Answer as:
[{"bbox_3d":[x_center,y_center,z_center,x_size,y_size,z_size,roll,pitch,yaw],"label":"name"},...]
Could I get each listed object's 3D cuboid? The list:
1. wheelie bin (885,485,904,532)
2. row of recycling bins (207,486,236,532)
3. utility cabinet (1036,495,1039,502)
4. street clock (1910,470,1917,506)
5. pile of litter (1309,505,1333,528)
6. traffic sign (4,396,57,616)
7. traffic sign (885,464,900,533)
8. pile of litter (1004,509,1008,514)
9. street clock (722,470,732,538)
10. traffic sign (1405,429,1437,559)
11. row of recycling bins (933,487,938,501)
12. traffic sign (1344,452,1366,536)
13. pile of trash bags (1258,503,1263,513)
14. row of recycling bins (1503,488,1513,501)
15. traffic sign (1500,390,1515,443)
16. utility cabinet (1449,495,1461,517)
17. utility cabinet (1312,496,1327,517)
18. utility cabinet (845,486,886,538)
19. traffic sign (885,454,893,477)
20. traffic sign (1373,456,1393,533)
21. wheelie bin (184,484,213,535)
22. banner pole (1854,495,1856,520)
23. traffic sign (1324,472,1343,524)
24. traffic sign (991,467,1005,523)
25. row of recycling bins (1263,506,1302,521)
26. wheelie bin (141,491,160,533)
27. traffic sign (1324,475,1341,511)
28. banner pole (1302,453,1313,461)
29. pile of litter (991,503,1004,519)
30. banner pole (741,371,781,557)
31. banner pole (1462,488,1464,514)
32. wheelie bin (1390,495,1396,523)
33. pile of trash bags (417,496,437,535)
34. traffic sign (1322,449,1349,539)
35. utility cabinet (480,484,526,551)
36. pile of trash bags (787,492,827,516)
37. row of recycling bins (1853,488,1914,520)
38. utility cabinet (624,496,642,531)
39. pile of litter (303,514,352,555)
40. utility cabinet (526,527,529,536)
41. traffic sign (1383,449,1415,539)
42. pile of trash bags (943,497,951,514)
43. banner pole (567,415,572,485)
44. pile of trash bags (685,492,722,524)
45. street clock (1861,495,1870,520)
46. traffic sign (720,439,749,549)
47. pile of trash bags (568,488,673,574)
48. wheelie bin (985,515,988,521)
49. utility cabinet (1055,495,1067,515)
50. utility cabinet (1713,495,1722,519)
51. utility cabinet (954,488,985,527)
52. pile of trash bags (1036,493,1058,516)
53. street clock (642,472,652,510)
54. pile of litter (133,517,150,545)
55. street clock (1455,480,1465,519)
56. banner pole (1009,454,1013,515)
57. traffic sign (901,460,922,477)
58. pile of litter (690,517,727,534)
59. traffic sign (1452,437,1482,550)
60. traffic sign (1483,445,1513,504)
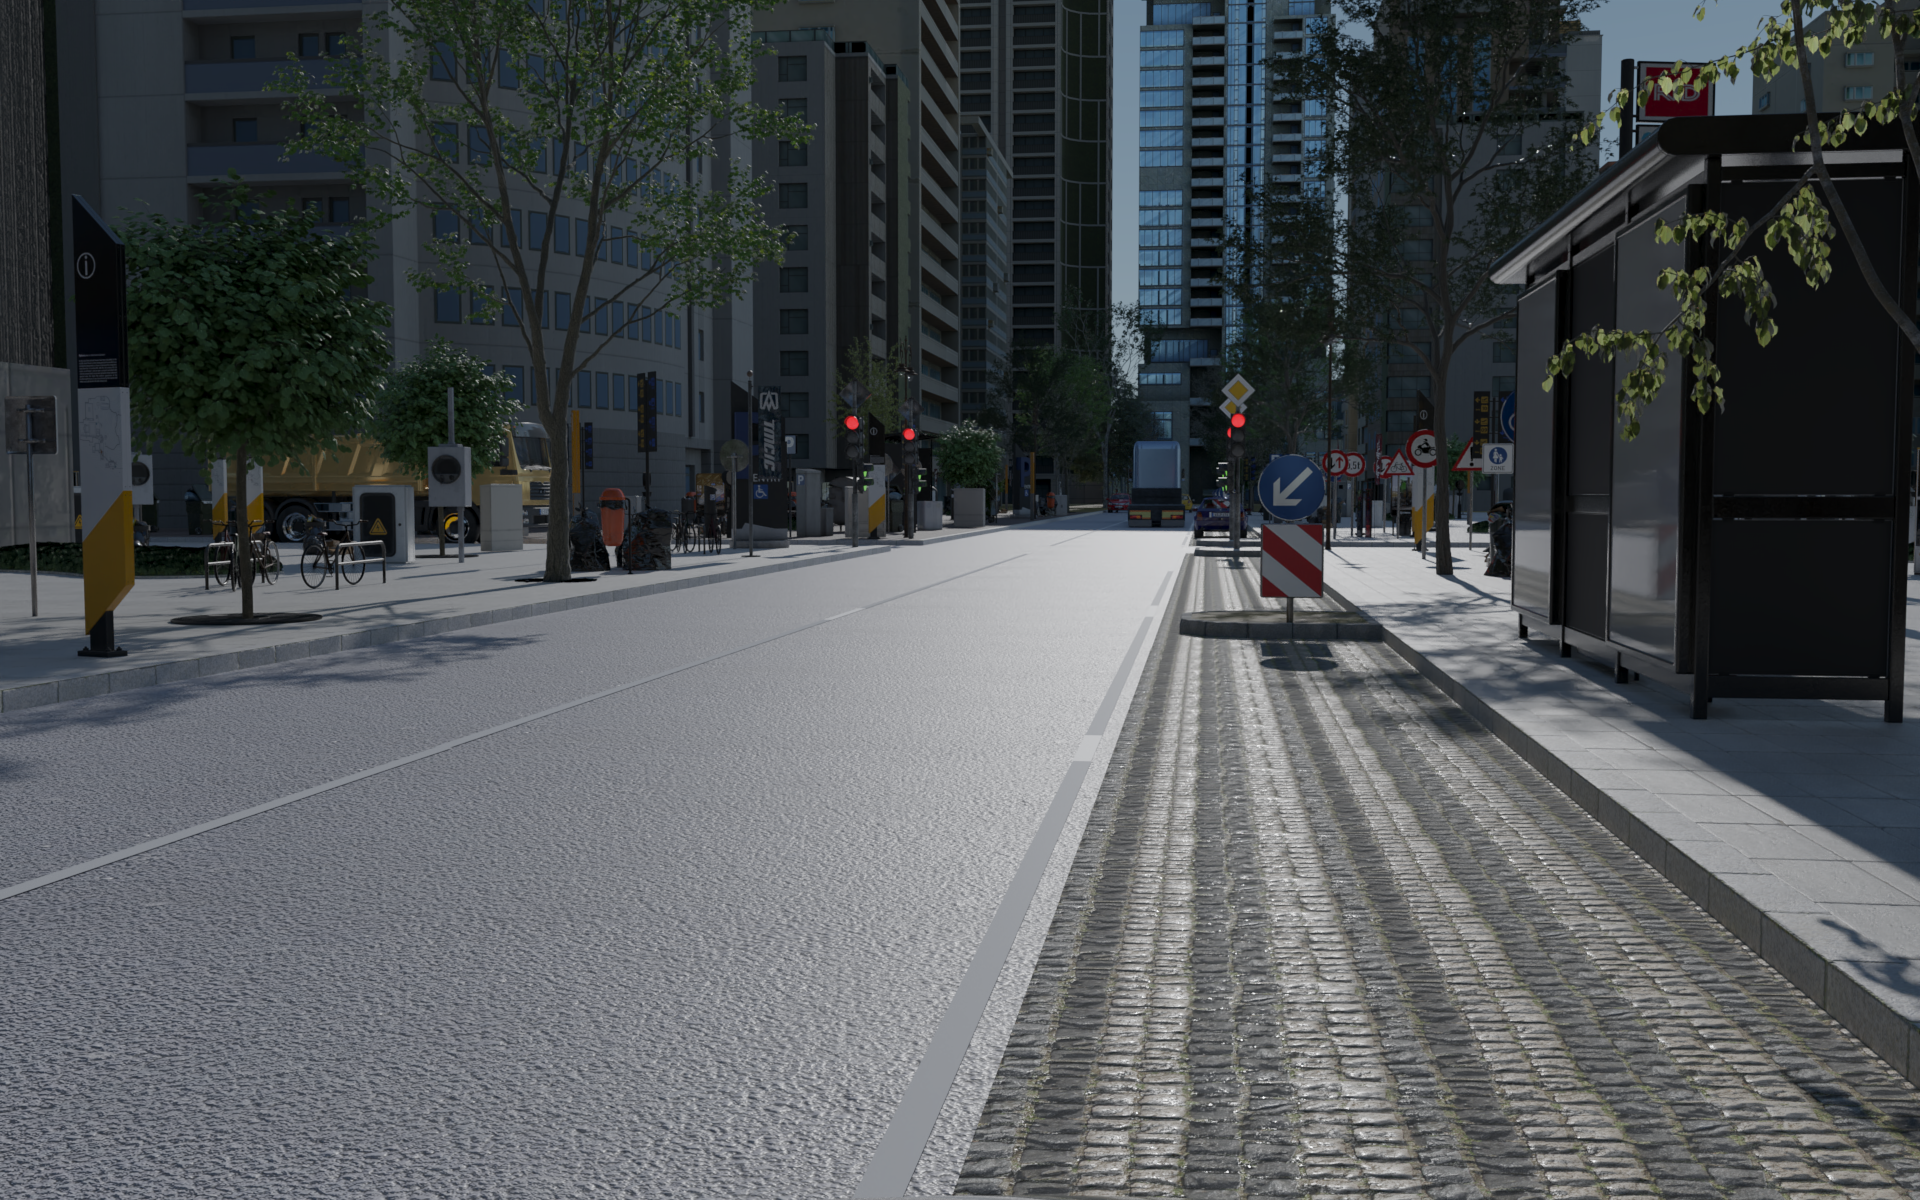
[{"bbox_3d":[-2.309,-3.105,58.679,0.693,1.594,0.980,-3,5,-44],"label":"wheelie bin"},{"bbox_3d":[-25.726,-3.252,60.280,1.069,1.692,3.534,-2,4,-35],"label":"row of recycling bins"},{"bbox_3d":[4.663,-6.200,112.535,0.306,1.237,1.020,3,5,42],"label":"utility cabinet"},{"bbox_3d":[29.135,-2.949,52.794,0.358,2.002,0.471,0,4,4],"label":"street clock"},{"bbox_3d":[13.643,-3.156,65.561,1.176,0.858,1.719,-3,4,-38],"label":"pile of litter"},{"bbox_3d":[-9.693,-0.976,18.086,0.606,2.300,0.079,1,4,11],"label":"traffic sign"},{"bbox_3d":[-2.352,-3.413,56.984,0.795,2.450,0.064,1,4,9],"label":"traffic sign"},{"bbox_3d":[2.636,-6.093,113.582,1.719,0.858,1.176,-3,4,-38],"label":"pile of litter"},{"bbox_3d":[-6.693,-2.813,50.558,0.471,2.002,0.358,-3,5,-41],"label":"street clock"},{"bbox_3d":[9.144,-2.077,34.066,0.768,2.556,0.104,1,4,16],"label":"traffic sign"},{"bbox_3d":[-2.276,-5.046,89.622,1.069,1.692,3.534,-2,4,-34],"label":"row of recycling bins"},{"bbox_3d":[11.870,-3.197,52.385,0.768,2.556,0.104,1,4,15],"label":"traffic sign"},{"bbox_3d":[21.796,-6.634,118.217,1.912,1.369,3.447,-1,4,-16],"label":"pile of trash bags"},{"bbox_3d":[37.765,-6.670,116.174,3.534,1.692,1.069,-2,4,-35],"label":"row of recycling bins"},{"bbox_3d":[6.566,-1.205,19.807,0.768,2.556,0.104,1,4,17],"label":"traffic sign"},{"bbox_3d":[27.852,-5.279,97.479,0.306,1.237,1.020,0,4,-8],"label":"utility cabinet"},{"bbox_3d":[16.785,-4.255,80.733,0.306,1.237,1.020,3,5,42],"label":"utility cabinet"},{"bbox_3d":[-2.749,-2.555,50.453,1.173,1.500,0.318,-2,4,-24],"label":"utility cabinet"},{"bbox_3d":[-2.450,-3.252,53.270,0.768,2.556,0.104,1,4,14],"label":"traffic sign"},{"bbox_3d":[14.127,-3.516,57.594,0.768,2.556,0.104,1,4,12],"label":"traffic sign"},{"bbox_3d":[-23.966,-2.851,54.527,0.693,1.594,0.980,1,4,15],"label":"wheelie bin"},{"bbox_3d":[24.721,-3.548,48.031,0.863,3.779,0.401,-2,4,-25],"label":"banner pole"},{"bbox_3d":[15.836,-4.486,73.458,0.768,2.556,0.104,1,4,16],"label":"traffic sign"},{"bbox_3d":[1.596,-4.648,76.107,0.768,2.556,0.104,1,4,14],"label":"traffic sign"},{"bbox_3d":[15.511,-4.650,83.145,1.069,1.692,3.534,-1,4,-10],"label":"row of recycling bins"},{"bbox_3d":[-27.138,-3.055,57.861,0.693,1.594,0.980,-1,4,-19],"label":"wheelie bin"},{"bbox_3d":[15.876,-4.542,74.266,0.884,2.594,0.081,1,4,10],"label":"traffic sign"},{"bbox_3d":[21.216,-7.103,106.145,0.863,3.779,0.401,0,4,-8],"label":"banner pole"},{"bbox_3d":[1.233,-4.539,88.180,1.176,0.858,1.719,-1,4,-19],"label":"pile of litter"},{"bbox_3d":[-4.032,-2.766,35.236,0.863,3.779,0.401,0,4,-1],"label":"banner pole"},{"bbox_3d":[32.202,-7.372,110.553,0.401,3.779,0.863,2,4,31],"label":"banner pole"},{"bbox_3d":[19.293,-4.155,75.838,0.980,1.594,0.693,2,4,31],"label":"wheelie bin"},{"bbox_3d":[-16.768,-2.785,55.288,3.447,1.369,1.912,2,4,28],"label":"pile of trash bags"},{"bbox_3d":[10.697,-3.014,49.390,0.768,2.556,0.104,1,4,15],"label":"traffic sign"},{"bbox_3d":[-10.240,-1.834,38.657,0.318,1.500,1.173,1,4,21],"label":"utility cabinet"},{"bbox_3d":[-6.936,-4.023,75.536,1.912,1.369,3.447,-1,4,-23],"label":"pile of trash bags"},{"bbox_3d":[40.582,-4.219,76.090,1.069,1.692,3.534,0,4,-5],"label":"row of recycling bins"},{"bbox_3d":[-11.667,-3.040,60.869,1.020,1.237,0.306,2,4,30],"label":"utility cabinet"},{"bbox_3d":[-13.513,-1.410,37.025,1.176,0.858,1.719,0,4,-4],"label":"pile of litter"},{"bbox_3d":[-13.525,-2.644,51.906,1.173,1.500,0.318,1,4,18],"label":"utility cabinet"},{"bbox_3d":[12.525,-3.026,49.473,0.884,2.594,0.081,1,4,16],"label":"traffic sign"},{"bbox_3d":[0.412,-6.057,108.779,1.912,1.369,3.447,-2,4,-30],"label":"pile of trash bags"},{"bbox_3d":[-12.256,-3.919,54.086,0.863,3.779,0.401,2,4,27],"label":"banner pole"},{"bbox_3d":[-10.843,-4.037,75.758,1.912,1.369,3.447,2,4,29],"label":"pile of trash bags"},{"bbox_3d":[29.197,-3.137,55.864,0.358,2.002,0.471,0,4,0],"label":"street clock"},{"bbox_3d":[-5.236,-2.451,40.184,0.768,2.556,0.104,1,4,17],"label":"traffic sign"},{"bbox_3d":[-5.774,-1.179,29.034,1.912,1.369,3.447,-1,4,-11],"label":"pile of trash bags"},{"bbox_3d":[0.931,-4.632,83.637,0.693,1.594,0.980,1,4,23],"label":"wheelie bin"},{"bbox_3d":[5.976,-5.739,104.997,1.020,1.237,0.306,0,4,-3],"label":"utility cabinet"},{"bbox_3d":[38.668,-4.729,88.473,1.020,1.237,0.306,3,4,36],"label":"utility cabinet"},{"bbox_3d":[0.369,-3.554,66.787,1.173,1.500,0.318,1,4,16],"label":"utility cabinet"},{"bbox_3d":[4.903,-5.678,102.590,1.912,1.369,3.447,-1,4,-18],"label":"pile of trash bags"},{"bbox_3d":[-10.336,-3.218,57.188,0.358,2.002,0.471,0,4,-3],"label":"street clock"},{"bbox_3d":[-15.314,-1.154,32.840,1.176,0.858,1.719,-1,4,-12],"label":"pile of litter"},{"bbox_3d":[25.567,-5.142,88.636,0.471,2.002,0.358,1,4,10],"label":"street clock"},{"bbox_3d":[3.237,-7.256,108.660,0.401,3.779,0.863,-2,4,-24],"label":"banner pole"},{"bbox_3d":[-1.695,-3.664,60.010,0.768,2.556,0.104,1,4,17],"label":"traffic sign"},{"bbox_3d":[-7.921,-2.542,55.535,1.719,0.858,1.176,0,4,5],"label":"pile of litter"},{"bbox_3d":[11.649,-2.413,39.456,0.884,2.594,0.081,1,4,17],"label":"traffic sign"},{"bbox_3d":[10.886,-2.018,35.119,0.606,2.300,0.079,1,4,9],"label":"traffic sign"}]
